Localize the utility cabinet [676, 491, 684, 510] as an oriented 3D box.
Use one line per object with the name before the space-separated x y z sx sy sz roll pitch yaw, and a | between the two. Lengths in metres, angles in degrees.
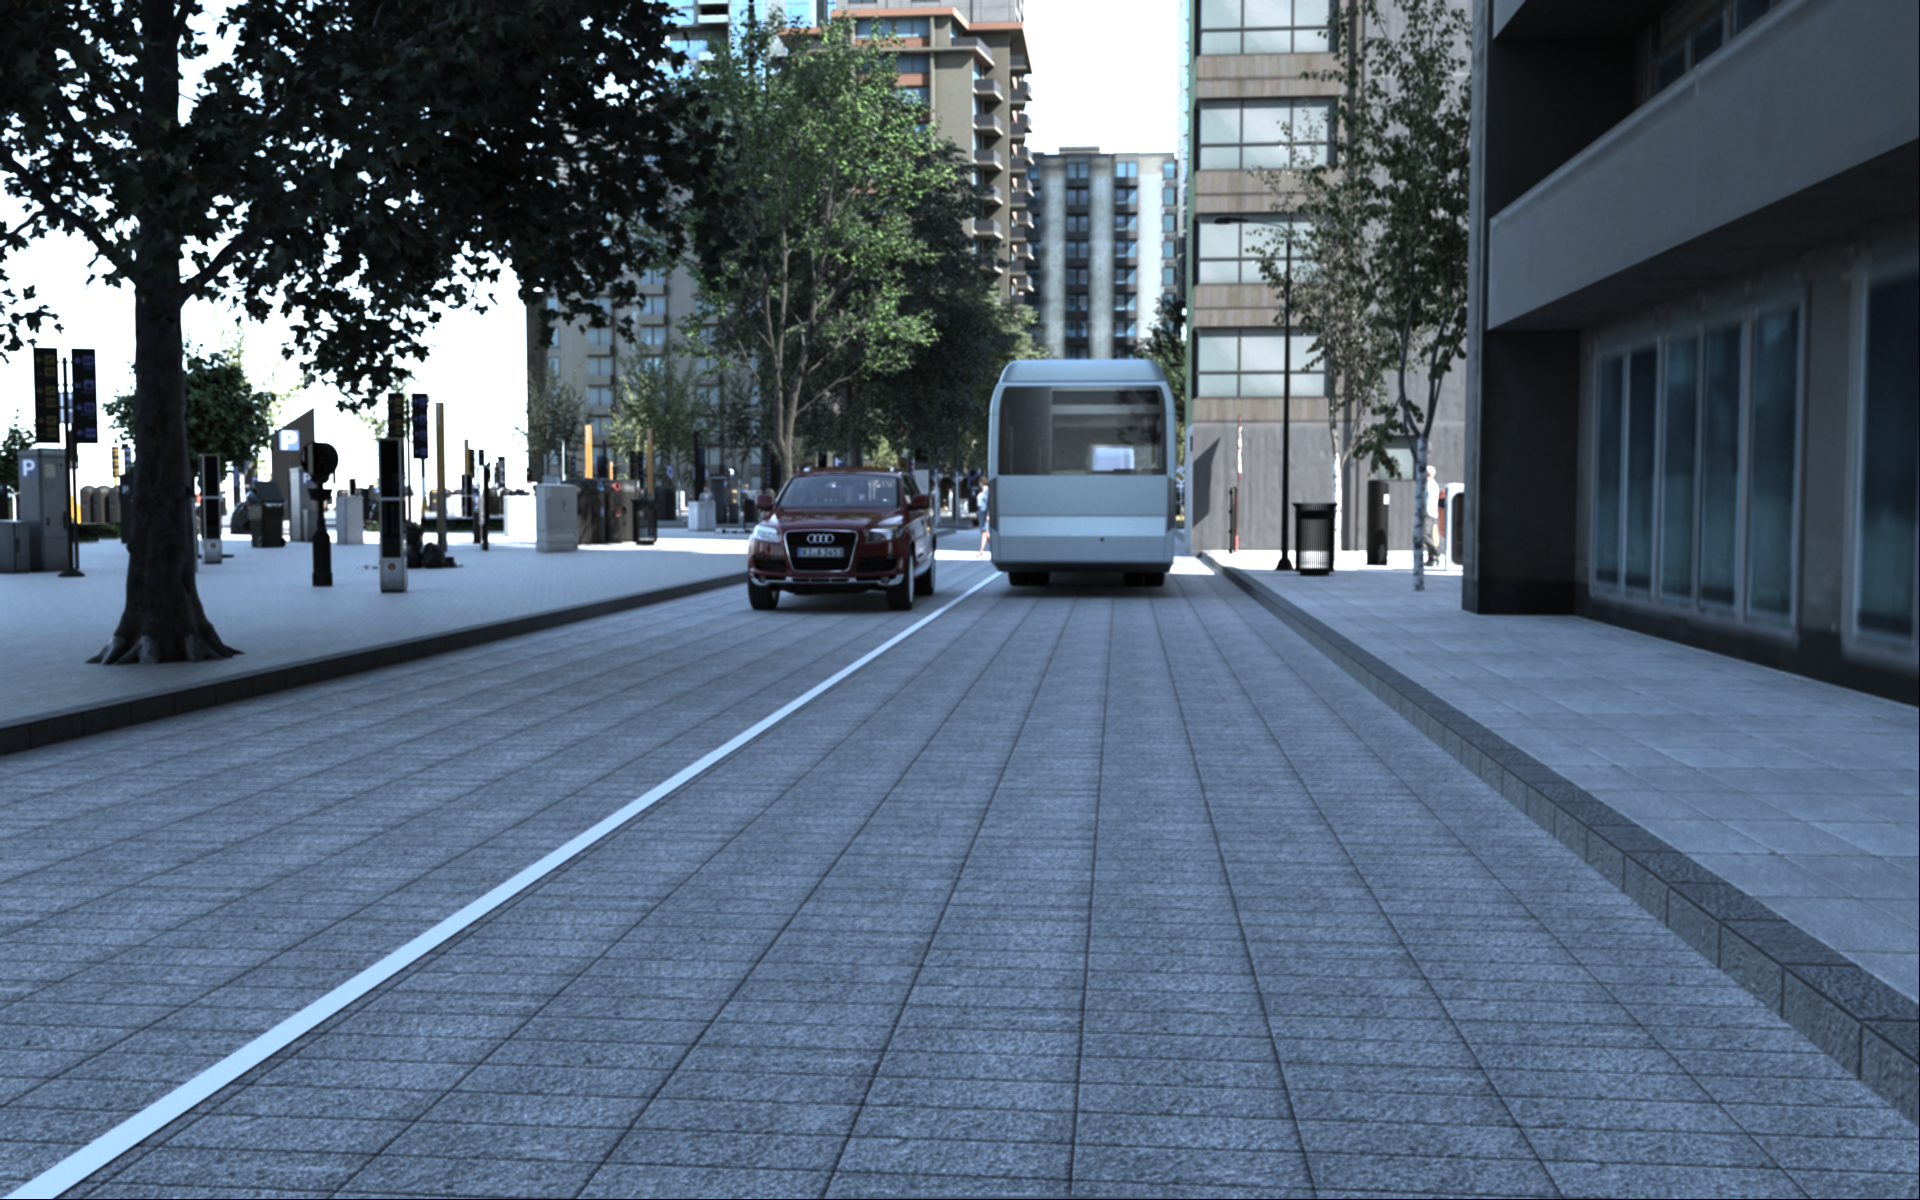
utility cabinet | -22.628 -7.995 139.404 0.318 1.500 1.173 -3 5 -41

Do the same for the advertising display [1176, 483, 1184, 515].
advertising display | 13.271 -6.148 105.729 0.974 1.923 0.123 2 4 35

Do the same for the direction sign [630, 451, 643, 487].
direction sign | -17.233 -6.141 92.404 0.379 3.537 0.876 3 5 39

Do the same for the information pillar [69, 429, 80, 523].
information pillar | -29.258 -4.025 57.163 0.183 3.616 0.504 0 4 7

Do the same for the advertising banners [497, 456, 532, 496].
advertising banners | -20.560 -5.119 79.888 0.090 3.025 2.074 2 4 32

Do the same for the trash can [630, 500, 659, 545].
trash can | -8.012 -1.981 44.050 0.748 1.137 0.748 0 3 0

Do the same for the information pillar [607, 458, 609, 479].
information pillar | -22.872 -7.366 111.793 0.504 3.616 0.183 1 4 14

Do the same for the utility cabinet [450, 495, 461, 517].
utility cabinet | -28.730 -5.370 98.967 0.306 1.237 1.020 1 4 15

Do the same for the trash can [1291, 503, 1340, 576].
trash can | 5.610 -0.962 27.380 0.748 1.137 0.748 0 3 0

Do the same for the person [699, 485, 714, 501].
person | -9.951 -3.633 68.092 0.606 1.804 0.583 -1 4 -13

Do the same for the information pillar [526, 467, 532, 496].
information pillar | -36.473 -9.490 146.510 0.504 3.616 0.183 -1 4 -13

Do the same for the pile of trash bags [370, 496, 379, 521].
pile of trash bags | -27.441 -4.483 83.052 1.912 1.369 3.447 -1 4 -18

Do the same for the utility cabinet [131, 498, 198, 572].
utility cabinet | -12.917 -1.038 28.139 0.306 1.237 1.020 2 4 26

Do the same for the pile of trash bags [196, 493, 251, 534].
pile of trash bags | -24.200 -2.793 55.420 3.447 1.369 1.912 -1 4 -10

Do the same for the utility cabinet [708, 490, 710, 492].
utility cabinet | -13.744 -5.366 96.416 1.173 1.500 0.318 0 4 -3

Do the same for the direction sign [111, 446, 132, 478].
direction sign | -39.714 -5.512 82.110 0.876 3.537 0.379 -1 4 -21

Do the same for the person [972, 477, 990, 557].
person | 0.597 -1.882 39.293 0.654 1.822 0.581 -1 4 -16

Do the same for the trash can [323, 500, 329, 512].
trash can | -46.178 -6.977 125.735 0.748 1.137 0.748 0 3 0

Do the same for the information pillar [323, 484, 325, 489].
information pillar | -48.726 -8.624 132.356 0.504 3.616 0.183 3 4 38

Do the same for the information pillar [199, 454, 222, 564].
information pillar | -13.799 -1.676 31.887 0.304 2.012 0.304 -2 4 -35

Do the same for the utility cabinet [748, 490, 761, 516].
utility cabinet | -11.861 -5.577 99.858 0.318 1.500 1.173 -2 4 -30

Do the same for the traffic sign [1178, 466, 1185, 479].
traffic sign | 8.176 -3.642 61.733 0.795 2.593 0.064 0 4 5

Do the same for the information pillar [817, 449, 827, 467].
information pillar | -6.857 -5.791 86.040 0.504 3.616 0.183 -2 4 -27

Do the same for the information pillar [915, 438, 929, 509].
information pillar | -1.312 -4.124 58.785 0.504 3.616 0.183 1 4 13

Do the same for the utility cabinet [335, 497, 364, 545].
utility cabinet | -15.577 -2.020 44.191 0.306 1.237 1.020 0 4 5

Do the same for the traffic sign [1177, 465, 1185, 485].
traffic sign | 8.919 -4.128 69.684 0.795 2.593 0.064 0 4 5

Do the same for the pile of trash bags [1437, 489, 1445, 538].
pile of trash bags | 10.288 -1.428 33.106 3.447 1.369 1.912 -3 4 -38

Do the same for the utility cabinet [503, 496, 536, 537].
utility cabinet | -13.077 -2.473 51.596 0.306 1.237 1.020 3 5 43

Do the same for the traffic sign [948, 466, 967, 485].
traffic sign | -0.134 -4.181 70.547 0.795 2.593 0.064 0 4 5

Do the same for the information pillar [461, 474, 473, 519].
information pillar | -17.823 -3.555 62.616 0.304 2.012 0.304 3 5 40

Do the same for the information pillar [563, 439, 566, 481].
information pillar | -16.844 -5.044 73.821 0.183 3.616 0.504 -1 4 -20

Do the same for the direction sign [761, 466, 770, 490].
direction sign | -15.489 -8.929 137.992 0.876 3.537 0.379 2 4 35

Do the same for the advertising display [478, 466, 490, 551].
advertising display | -10.894 -2.104 39.620 0.123 1.923 0.974 -1 4 -23

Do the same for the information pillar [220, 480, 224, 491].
information pillar | -63.054 -9.570 147.819 0.183 3.616 0.504 1 4 21

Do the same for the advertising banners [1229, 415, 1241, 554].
advertising banners | 5.994 -2.533 37.604 0.090 3.025 2.074 1 4 15

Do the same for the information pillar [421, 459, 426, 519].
information pillar | -26.828 -5.823 86.567 0.183 3.616 0.504 0 3 0

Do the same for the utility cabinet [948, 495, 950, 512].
utility cabinet | -0.543 -7.006 125.710 0.306 1.237 1.020 -1 4 -19

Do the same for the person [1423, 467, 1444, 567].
person | 8.330 -1.472 30.594 0.515 1.767 0.782 1 4 19

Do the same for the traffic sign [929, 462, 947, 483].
traffic sign | -0.877 -3.695 62.596 0.795 2.593 0.064 0 4 5

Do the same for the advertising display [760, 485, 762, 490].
advertising display | -14.968 -7.652 130.326 0.123 1.923 0.974 0 4 -7

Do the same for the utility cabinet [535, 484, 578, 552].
utility cabinet | -8.941 -1.821 38.451 0.318 1.500 1.173 1 4 22

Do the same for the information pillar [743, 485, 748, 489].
information pillar | -16.482 -7.876 133.271 0.304 2.012 0.304 1 4 17

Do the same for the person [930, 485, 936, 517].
person | -1.504 -5.666 98.883 0.606 1.804 0.583 1 4 22

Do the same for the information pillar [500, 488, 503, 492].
information pillar | -39.182 -9.593 148.201 0.183 3.616 0.504 2 4 29

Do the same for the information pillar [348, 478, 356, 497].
information pillar | -28.209 -4.643 80.398 0.304 2.012 0.304 -2 4 -32

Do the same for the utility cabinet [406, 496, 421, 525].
utility cabinet | -15.733 -2.302 48.795 0.306 1.237 1.020 3 5 44

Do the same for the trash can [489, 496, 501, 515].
trash can | -28.199 -5.714 105.078 0.748 1.137 0.748 0 3 0

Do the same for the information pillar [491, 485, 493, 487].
information pillar | -37.861 -8.275 139.789 0.304 2.012 0.304 2 4 30

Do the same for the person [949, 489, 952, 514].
person | -0.598 -6.227 109.664 0.330 1.601 0.589 1 4 10

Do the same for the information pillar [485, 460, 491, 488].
information pillar | -32.373 -7.795 118.798 0.504 3.616 0.183 -2 4 -35

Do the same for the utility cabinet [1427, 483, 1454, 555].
utility cabinet | 10.200 -1.689 36.289 0.318 1.500 1.173 -1 4 -10

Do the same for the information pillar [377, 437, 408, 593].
information pillar | -7.409 -1.109 22.617 0.304 2.012 0.304 -1 4 -9
